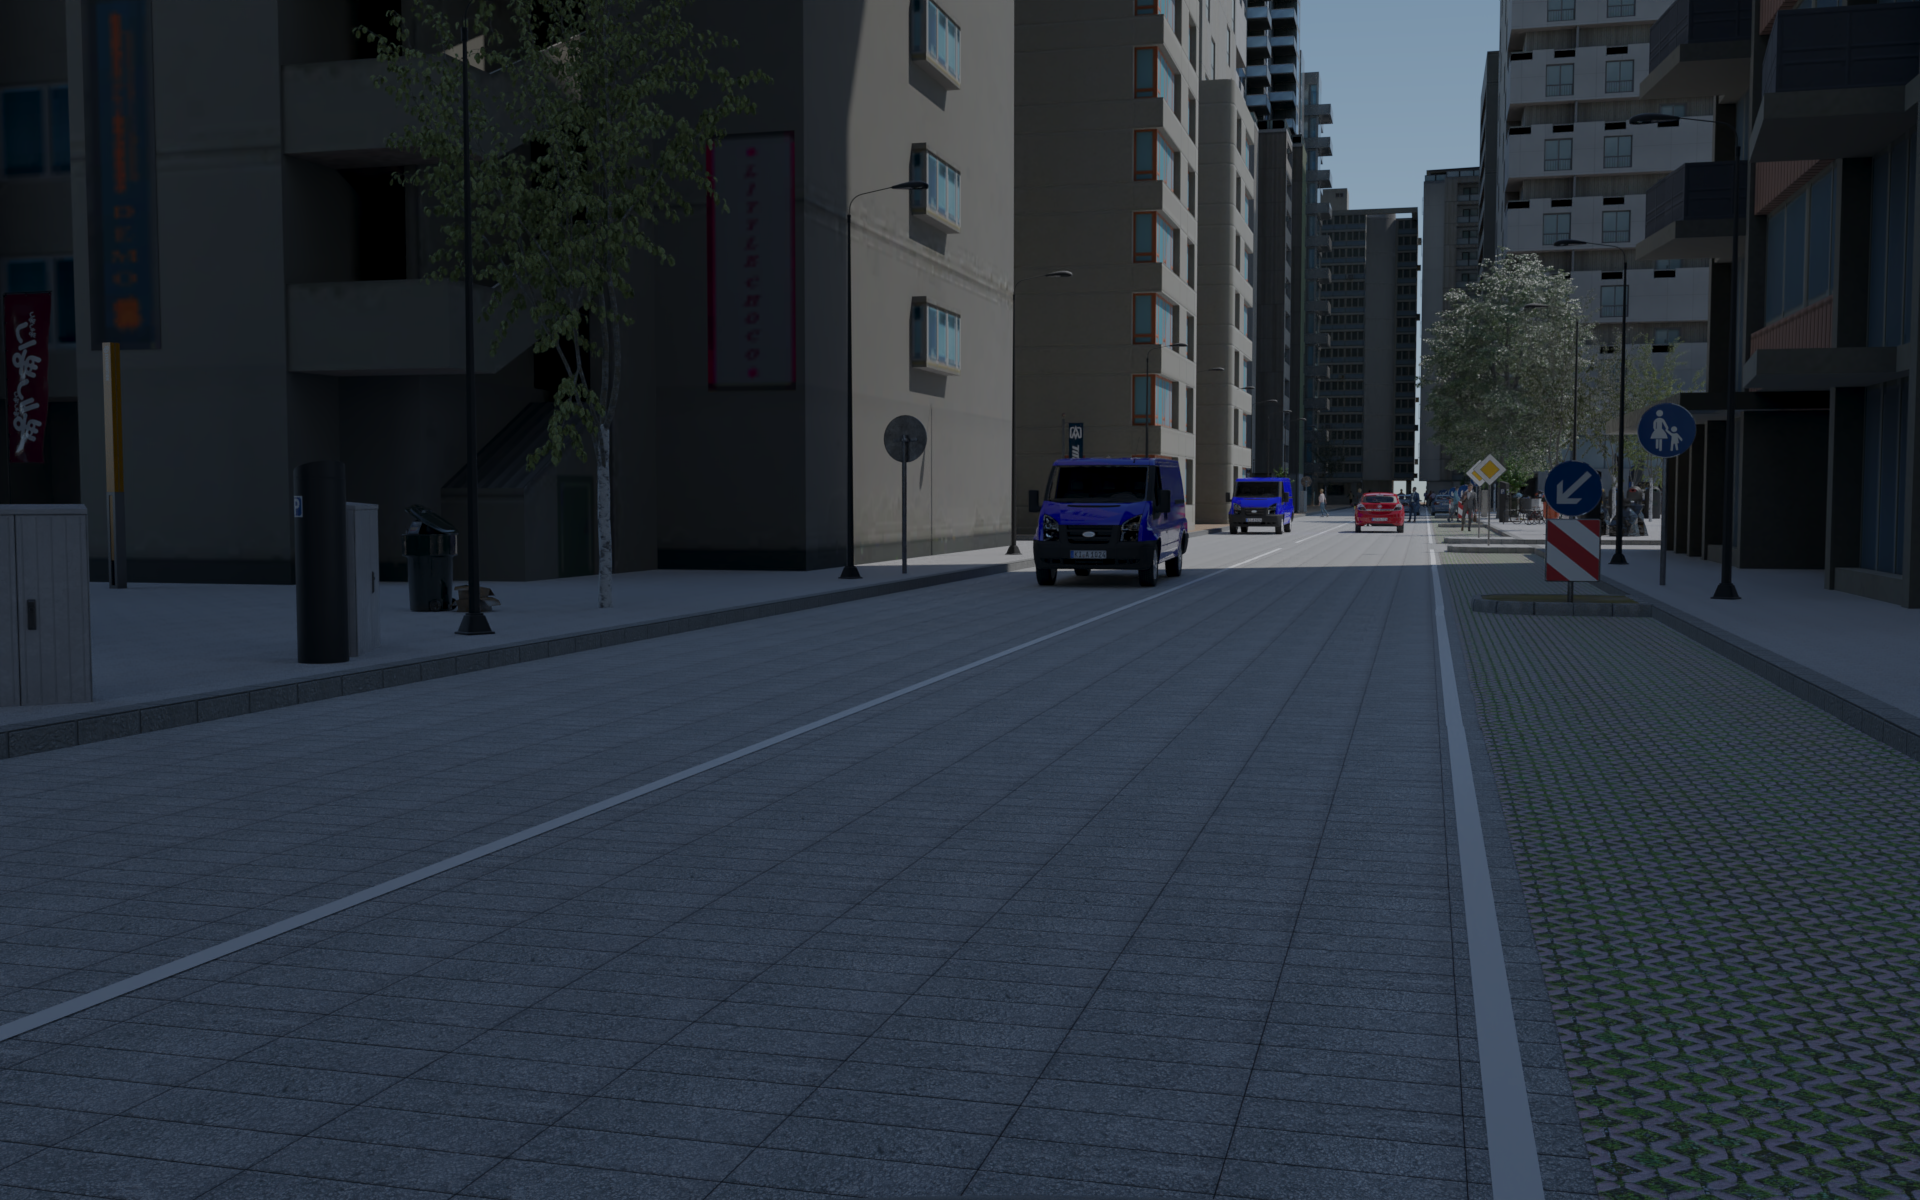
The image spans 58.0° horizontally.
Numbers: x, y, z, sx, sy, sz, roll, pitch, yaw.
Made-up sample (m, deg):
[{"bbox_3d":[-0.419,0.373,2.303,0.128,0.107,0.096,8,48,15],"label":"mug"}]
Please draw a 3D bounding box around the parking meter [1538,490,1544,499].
[{"bbox_3d":[36.696,-6.177,109.403,0.372,1.533,0.369,0,3,0],"label":"parking meter"}]

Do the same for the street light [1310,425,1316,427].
[{"bbox_3d":[23.299,-8.839,117.066,1.470,5.913,1.316,1,4,15],"label":"street light"}]

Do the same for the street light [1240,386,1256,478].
[{"bbox_3d":[12.031,-6.268,75.029,1.470,5.913,1.316,1,4,15],"label":"street light"}]

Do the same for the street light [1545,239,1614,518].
[{"bbox_3d":[11.511,-3.613,31.613,1.470,5.913,1.316,1,4,15],"label":"street light"}]

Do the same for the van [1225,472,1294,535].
[{"bbox_3d":[11.018,-3.601,63.259,2.240,2.365,5.245,1,4,16],"label":"van"}]

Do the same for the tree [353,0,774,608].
[{"bbox_3d":[-4.239,-4.213,19.248,4.737,8.622,4.395,0,3,0],"label":"tree"}]

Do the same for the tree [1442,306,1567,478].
[{"bbox_3d":[33.012,-11.429,104.998,7.486,12.596,7.792,0,3,0],"label":"tree"}]

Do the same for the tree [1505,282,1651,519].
[{"bbox_3d":[21.333,-6.779,61.193,4.360,8.622,3.978,0,3,0],"label":"tree"}]

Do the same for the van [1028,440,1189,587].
[{"bbox_3d":[2.554,-1.486,28.678,2.240,2.365,5.245,1,4,14],"label":"van"}]

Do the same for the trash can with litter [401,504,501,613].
[{"bbox_3d":[-5.568,-0.466,18.999,1.055,1.170,0.624,1,4,10],"label":"trash can with litter"}]

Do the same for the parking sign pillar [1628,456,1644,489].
[{"bbox_3d":[46.526,-7.997,119.217,1.447,3.967,1.447,-3,5,-41],"label":"parking sign pillar"}]

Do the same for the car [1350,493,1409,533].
[{"bbox_3d":[15.835,-3.447,65.396,2.155,1.783,4.494,1,4,13],"label":"car"}]

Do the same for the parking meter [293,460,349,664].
[{"bbox_3d":[-4.870,-0.293,13.207,0.372,1.533,0.369,0,3,0],"label":"parking meter"}]

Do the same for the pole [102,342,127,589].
[{"bbox_3d":[-11.434,-1.809,23.426,0.158,3.312,0.155,0,3,0],"label":"pole"}]

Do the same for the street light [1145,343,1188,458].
[{"bbox_3d":[6.308,-4.951,53.491,1.470,5.913,1.316,1,4,15],"label":"street light"}]

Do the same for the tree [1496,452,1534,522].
[{"bbox_3d":[25.125,-5.175,79.211,1.663,3.219,1.824,0,3,0],"label":"tree"}]

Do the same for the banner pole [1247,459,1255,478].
[{"bbox_3d":[20.806,-8.203,124.140,0.863,3.779,0.401,1,4,16],"label":"banner pole"}]

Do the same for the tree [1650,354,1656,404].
[{"bbox_3d":[28.427,-7.664,75.661,4.360,8.622,3.978,0,3,0],"label":"tree"}]

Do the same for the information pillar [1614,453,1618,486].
[{"bbox_3d":[37.415,-6.558,98.573,0.183,3.616,0.504,-2,4,-28],"label":"information pillar"}]

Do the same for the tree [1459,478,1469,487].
[{"bbox_3d":[54.872,-11.900,189.168,1.663,3.219,1.824,0,3,0],"label":"tree"}]

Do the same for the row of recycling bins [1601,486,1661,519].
[{"bbox_3d":[34.727,-5.101,90.506,3.534,1.692,1.069,2,4,25],"label":"row of recycling bins"}]

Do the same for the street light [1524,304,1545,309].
[{"bbox_3d":[14.436,-4.264,42.258,1.470,5.913,1.316,1,4,15],"label":"street light"}]

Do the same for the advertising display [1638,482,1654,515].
[{"bbox_3d":[36.548,-5.328,92.334,0.123,1.923,0.974,-2,4,-27],"label":"advertising display"}]

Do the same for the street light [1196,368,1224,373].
[{"bbox_3d":[9.019,-5.590,63.943,1.470,5.913,1.316,1,4,15],"label":"street light"}]

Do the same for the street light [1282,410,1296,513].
[{"bbox_3d":[17.676,-7.566,96.243,1.470,5.913,1.316,1,4,15],"label":"street light"}]

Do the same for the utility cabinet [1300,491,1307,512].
[{"bbox_3d":[24.057,-6.894,121.398,0.318,1.500,1.173,1,4,20],"label":"utility cabinet"}]

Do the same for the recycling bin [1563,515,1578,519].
[{"bbox_3d":[23.650,-3.304,66.566,0.722,1.027,0.722,0,4,-1],"label":"recycling bin"}]

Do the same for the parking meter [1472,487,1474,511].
[{"bbox_3d":[35.656,-7.045,120.901,0.399,1.863,0.255,-1,4,-14],"label":"parking meter"}]

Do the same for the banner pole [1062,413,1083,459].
[{"bbox_3d":[3.409,-3.874,53.357,0.863,3.779,0.401,-1,4,-9],"label":"banner pole"}]

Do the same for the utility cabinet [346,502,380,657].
[{"bbox_3d":[-4.951,-0.179,14.090,0.306,1.237,1.020,-1,4,-9],"label":"utility cabinet"}]

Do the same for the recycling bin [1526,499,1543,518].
[{"bbox_3d":[30.876,-4.925,93.081,0.722,1.027,0.722,3,4,37],"label":"recycling bin"}]

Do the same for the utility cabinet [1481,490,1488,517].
[{"bbox_3d":[28.964,-5.323,95.702,0.318,1.500,1.173,1,4,14],"label":"utility cabinet"}]

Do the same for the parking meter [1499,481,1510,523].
[{"bbox_3d":[24.493,-4.417,77.923,0.255,1.863,0.399,-3,4,-36],"label":"parking meter"}]

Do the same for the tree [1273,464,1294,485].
[{"bbox_3d":[20.621,-7.154,111.562,1.663,3.219,1.824,0,3,0],"label":"tree"}]

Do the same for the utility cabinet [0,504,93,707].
[{"bbox_3d":[-5.844,0.041,10.489,1.020,1.237,0.306,-2,4,-30],"label":"utility cabinet"}]

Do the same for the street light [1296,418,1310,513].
[{"bbox_3d":[20.550,-8.200,106.605,1.470,5.913,1.316,1,4,15],"label":"street light"}]

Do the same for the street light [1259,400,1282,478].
[{"bbox_3d":[14.944,-6.917,85.637,1.470,5.913,1.316,1,4,15],"label":"street light"}]

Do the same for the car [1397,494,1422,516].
[{"bbox_3d":[29.973,-6.376,116.254,2.014,1.417,4.499,1,4,16],"label":"car"}]

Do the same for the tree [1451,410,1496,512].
[{"bbox_3d":[38.042,-10.613,123.881,4.737,8.622,4.395,0,3,0],"label":"tree"}]

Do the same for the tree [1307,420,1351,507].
[{"bbox_3d":[36.874,-13.638,173.341,4.360,8.622,3.978,0,3,0],"label":"tree"}]

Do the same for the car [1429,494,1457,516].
[{"bbox_3d":[32.296,-6.322,115.372,2.014,1.417,4.499,1,4,14],"label":"car"}]

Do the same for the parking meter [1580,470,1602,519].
[{"bbox_3d":[13.782,-1.964,37.825,0.399,1.863,0.255,-1,4,-9],"label":"parking meter"}]

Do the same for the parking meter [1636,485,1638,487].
[{"bbox_3d":[43.941,-6.507,112.107,0.399,1.863,0.255,0,4,0],"label":"parking meter"}]

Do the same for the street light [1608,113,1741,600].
[{"bbox_3d":[8.854,-2.974,21.167,1.470,5.913,1.316,1,4,15],"label":"street light"}]

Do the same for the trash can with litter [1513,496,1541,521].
[{"bbox_3d":[27.862,-4.460,83.981,2.233,1.210,1.678,0,4,6],"label":"trash can with litter"}]

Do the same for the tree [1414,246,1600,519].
[{"bbox_3d":[28.583,-11.255,90.678,9.857,13.997,8.962,0,3,0],"label":"tree"}]

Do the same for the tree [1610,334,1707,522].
[{"bbox_3d":[32.287,-7.935,80.092,4.737,8.622,4.395,0,3,0],"label":"tree"}]
